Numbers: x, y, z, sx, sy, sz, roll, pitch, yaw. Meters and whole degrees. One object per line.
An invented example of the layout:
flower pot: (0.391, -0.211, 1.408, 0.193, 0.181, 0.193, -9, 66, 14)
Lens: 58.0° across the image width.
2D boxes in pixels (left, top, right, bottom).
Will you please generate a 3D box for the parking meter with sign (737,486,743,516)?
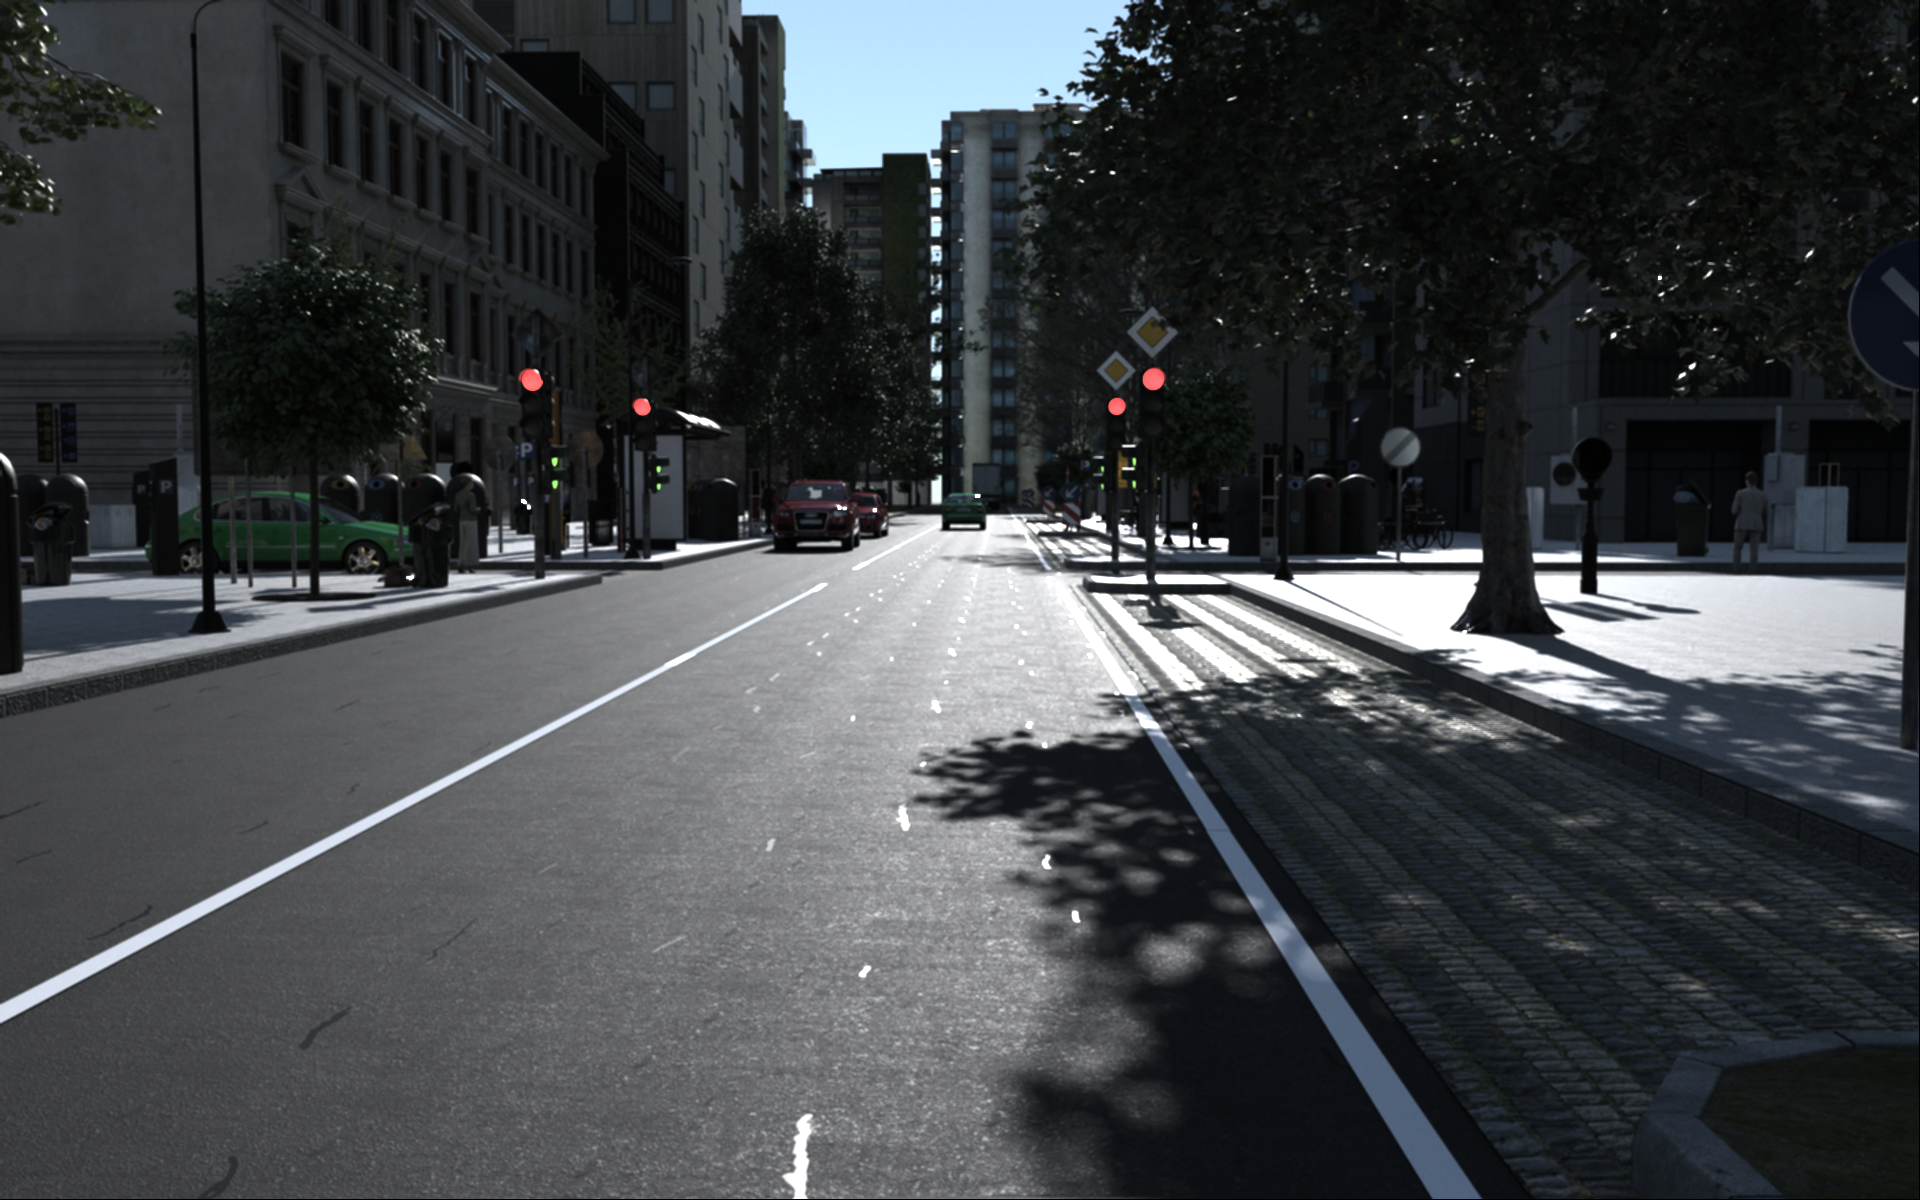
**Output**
parking meter with sign: (-13.021, -6.442, 101.593, 1.738, 3.016, 0.543, -1, 4, -15)

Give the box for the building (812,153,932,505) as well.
building: (-10.584, -32.240, 210.725, 14.086, 41.232, 14.154, 0, 4, 1)

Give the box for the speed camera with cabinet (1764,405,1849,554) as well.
speed camera with cabinet: (18.602, -2.676, 38.096, 0.660, 3.252, 2.038, -1, 4, -13)

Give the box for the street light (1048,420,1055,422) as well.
street light: (6.190, -8.331, 108.751, 1.470, 5.913, 1.316, 0, 4, 1)

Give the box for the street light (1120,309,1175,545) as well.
street light: (4.732, -4.353, 43.719, 1.470, 5.913, 1.316, 0, 4, 1)

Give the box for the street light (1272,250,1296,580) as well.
street light: (4.312, -3.257, 25.788, 1.470, 5.913, 1.316, 0, 4, 1)

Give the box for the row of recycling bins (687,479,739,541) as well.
row of recycling bins: (-6.927, -2.546, 48.735, 1.069, 1.692, 3.534, -1, 4, -19)

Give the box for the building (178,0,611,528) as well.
building: (-23.407, -14.691, 76.353, 11.583, 22.565, 21.152, 0, 4, 1)

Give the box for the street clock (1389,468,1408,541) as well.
street clock: (12.059, -2.637, 47.685, 0.471, 2.002, 0.358, 3, 5, 44)

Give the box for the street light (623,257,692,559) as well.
street light: (-5.953, -3.767, 34.129, 1.470, 5.913, 1.316, 0, 4, 1)

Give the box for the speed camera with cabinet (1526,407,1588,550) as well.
speed camera with cabinet: (13.352, -2.782, 39.815, 2.038, 3.252, 0.660, 3, 5, 44)

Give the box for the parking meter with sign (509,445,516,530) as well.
parking meter with sign: (-15.943, -4.037, 62.271, 0.543, 3.016, 1.738, -1, 4, -20)

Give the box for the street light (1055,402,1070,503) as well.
street light: (5.672, -7.006, 87.086, 1.470, 5.913, 1.316, 0, 4, 1)

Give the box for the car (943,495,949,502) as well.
car: (-0.565, -9.355, 165.308, 2.083, 1.381, 4.827, 0, 4, 0)

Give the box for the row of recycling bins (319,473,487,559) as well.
row of recycling bins: (-11.213, -1.699, 34.893, 3.534, 1.692, 1.069, 1, 4, 9)

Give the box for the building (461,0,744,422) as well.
building: (-30.322, -32.635, 122.815, 28.713, 52.752, 27.495, 0, 4, 1)

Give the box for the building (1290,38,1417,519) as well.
building: (29.108, -26.279, 84.283, 22.147, 44.769, 28.867, 0, 4, 1)

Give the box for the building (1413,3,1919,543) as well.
building: (27.040, -37.595, 52.935, 20.611, 71.187, 20.563, 0, 4, 1)

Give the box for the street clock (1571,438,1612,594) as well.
street clock: (8.137, -1.088, 22.360, 0.471, 2.002, 0.358, 1, 4, 12)

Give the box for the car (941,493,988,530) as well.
car: (0.185, -3.814, 71.152, 1.959, 1.807, 4.718, 0, 4, 1)

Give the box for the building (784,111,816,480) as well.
building: (-33.007, -36.452, 215.604, 30.456, 49.044, 23.786, 0, 4, 1)

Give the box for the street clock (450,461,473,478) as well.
street clock: (-11.013, -2.064, 38.319, 0.358, 2.002, 0.471, 2, 4, 32)

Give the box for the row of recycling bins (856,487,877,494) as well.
row of recycling bins: (-6.694, -5.970, 104.730, 3.534, 1.692, 1.069, 1, 4, 14)

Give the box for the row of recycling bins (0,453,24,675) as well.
row of recycling bins: (-7.952, -0.386, 13.424, 1.069, 1.692, 3.534, -3, 4, -36)

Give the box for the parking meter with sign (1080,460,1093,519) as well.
parking meter with sign: (6.600, -5.728, 89.908, 0.543, 3.016, 1.738, 1, 4, 10)

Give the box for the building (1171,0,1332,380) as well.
building: (29.900, -37.694, 158.300, 21.231, 58.520, 28.212, 0, 4, 1)

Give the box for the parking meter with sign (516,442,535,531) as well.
parking meter with sign: (-14.442, -3.819, 58.700, 0.543, 3.016, 1.738, 0, 4, 1)

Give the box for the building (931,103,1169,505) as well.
building: (11.798, -36.426, 215.176, 30.456, 49.044, 23.786, 0, 4, 1)

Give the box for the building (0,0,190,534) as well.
building: (-22.922, -13.399, 55.224, 11.583, 22.565, 21.152, 0, 4, 1)

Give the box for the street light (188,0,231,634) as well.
street light: (-6.438, -2.652, 15.906, 1.470, 5.913, 1.316, 0, 4, 1)

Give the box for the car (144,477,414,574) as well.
car: (-11.137, -1.245, 29.150, 4.718, 1.807, 1.959, 0, 4, 0)

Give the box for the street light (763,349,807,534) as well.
street light: (-5.608, -5.081, 55.621, 1.470, 5.913, 1.316, 0, 4, 1)

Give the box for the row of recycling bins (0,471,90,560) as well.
row of recycling bins: (-19.585, -1.771, 36.067, 3.534, 1.692, 1.069, 2, 4, 23)

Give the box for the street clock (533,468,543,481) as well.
street clock: (-11.793, -2.717, 48.997, 0.471, 2.002, 0.358, 0, 4, 5)

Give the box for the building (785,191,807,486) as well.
building: (-21.811, -24.218, 167.666, 14.107, 30.474, 14.160, 0, 4, 1)

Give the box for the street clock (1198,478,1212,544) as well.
street clock: (6.284, -2.437, 44.415, 0.358, 2.002, 0.471, 2, 4, 29)

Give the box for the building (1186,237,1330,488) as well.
building: (32.280, -17.482, 130.866, 27.650, 21.520, 28.899, 0, 4, 1)

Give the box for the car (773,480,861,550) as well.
car: (-3.732, -2.267, 45.739, 2.281, 1.827, 5.304, 0, 4, 0)

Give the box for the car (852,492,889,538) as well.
car: (-3.412, -2.980, 57.767, 2.155, 1.783, 4.494, 0, 4, 2)

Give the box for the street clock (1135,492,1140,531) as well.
street clock: (6.249, -3.407, 60.282, 0.358, 2.002, 0.471, -2, 4, -30)

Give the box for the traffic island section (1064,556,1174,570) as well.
traffic island section: (3.072, -0.721, 34.070, 2.009, 0.180, 2.903, 0, 4, 1)

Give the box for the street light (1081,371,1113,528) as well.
street light: (5.233, -5.691, 65.596, 1.470, 5.913, 1.316, 0, 4, 1)

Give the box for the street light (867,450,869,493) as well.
street light: (-4.690, -7.710, 98.601, 1.470, 5.913, 1.316, 0, 4, 1)

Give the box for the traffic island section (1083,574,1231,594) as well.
traffic island section: (2.892, -0.233, 26.087, 2.009, 0.180, 2.903, 0, 4, 1)

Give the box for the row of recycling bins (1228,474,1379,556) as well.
row of recycling bins: (7.228, -1.800, 36.545, 3.534, 1.692, 1.069, -2, 4, -23)

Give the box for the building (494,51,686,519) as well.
building: (-22.656, -16.242, 95.240, 12.332, 23.373, 15.834, 0, 4, 1)

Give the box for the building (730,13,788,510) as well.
building: (-22.212, -28.143, 143.740, 14.154, 41.232, 14.086, 0, 4, 1)

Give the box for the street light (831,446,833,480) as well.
street light: (-5.170, -6.396, 77.111, 1.470, 5.913, 1.316, 0, 4, 1)
